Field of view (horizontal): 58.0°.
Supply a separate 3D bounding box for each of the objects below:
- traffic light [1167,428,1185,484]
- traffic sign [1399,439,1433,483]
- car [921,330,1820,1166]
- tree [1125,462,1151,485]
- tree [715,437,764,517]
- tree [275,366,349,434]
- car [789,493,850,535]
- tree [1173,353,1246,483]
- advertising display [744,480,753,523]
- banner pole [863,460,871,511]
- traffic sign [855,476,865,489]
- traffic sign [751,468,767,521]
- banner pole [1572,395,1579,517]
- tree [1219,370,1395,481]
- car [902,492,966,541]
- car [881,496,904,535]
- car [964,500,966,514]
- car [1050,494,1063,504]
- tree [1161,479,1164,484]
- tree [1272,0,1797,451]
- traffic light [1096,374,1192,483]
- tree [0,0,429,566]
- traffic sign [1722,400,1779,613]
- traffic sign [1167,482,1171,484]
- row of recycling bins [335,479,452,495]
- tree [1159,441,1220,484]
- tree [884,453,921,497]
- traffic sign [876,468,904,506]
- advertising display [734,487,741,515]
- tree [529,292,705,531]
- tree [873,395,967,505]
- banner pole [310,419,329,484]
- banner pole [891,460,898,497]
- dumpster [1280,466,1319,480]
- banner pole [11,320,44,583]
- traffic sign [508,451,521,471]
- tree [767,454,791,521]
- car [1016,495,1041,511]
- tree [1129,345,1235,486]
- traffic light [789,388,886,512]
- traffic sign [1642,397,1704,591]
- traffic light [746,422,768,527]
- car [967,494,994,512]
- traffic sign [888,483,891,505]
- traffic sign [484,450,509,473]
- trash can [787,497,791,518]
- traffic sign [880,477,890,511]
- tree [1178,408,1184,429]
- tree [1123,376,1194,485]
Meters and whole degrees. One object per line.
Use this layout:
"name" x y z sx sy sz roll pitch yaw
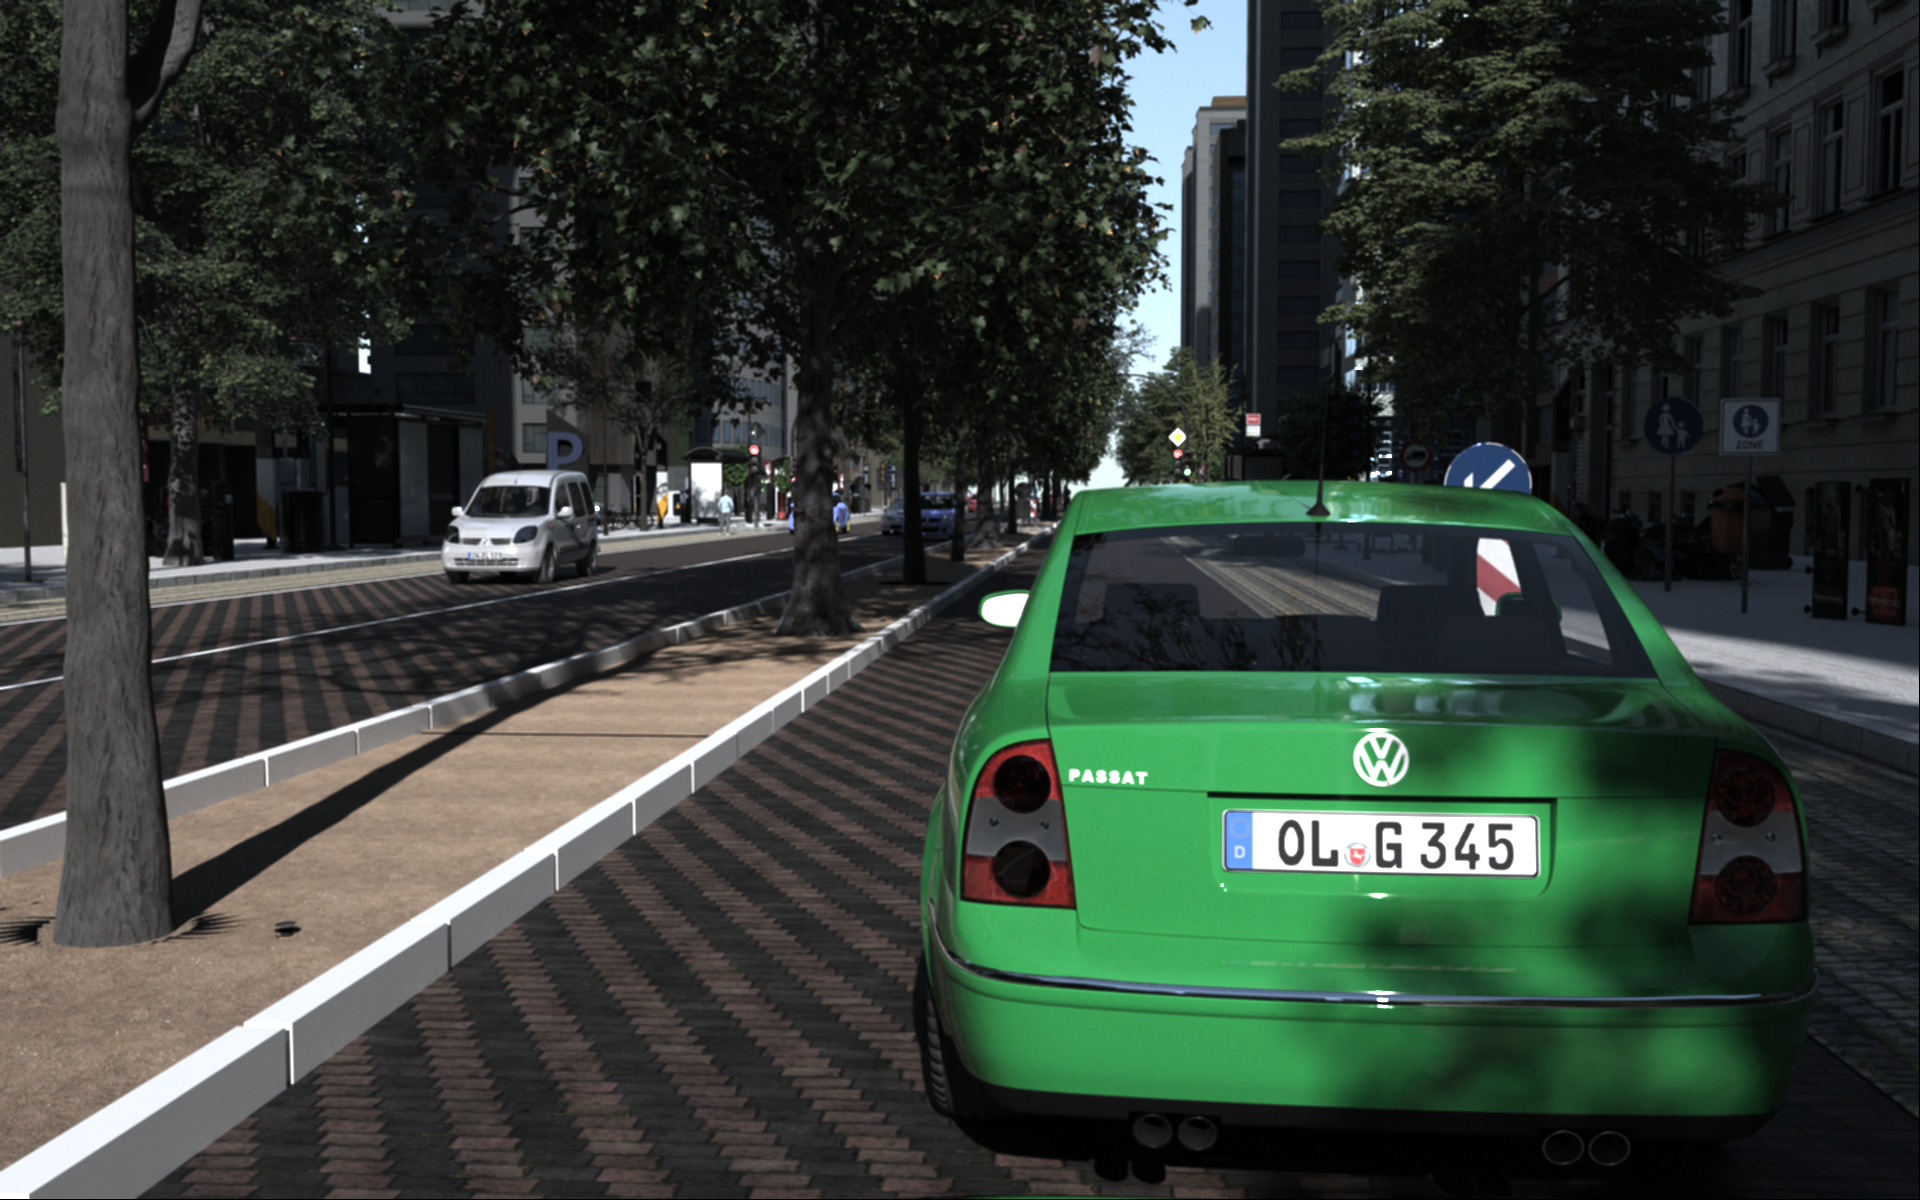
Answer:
"traffic light" 9.209 -5.170 73.454 0.839 4.253 0.868 0 4 5
"traffic sign" 10.589 -2.457 40.273 0.768 2.556 0.104 1 4 14
"car" 0.970 0.216 5.259 1.959 1.807 4.718 0 4 6
"tree" 22.751 -16.093 213.480 4.737 8.622 4.395 0 3 0
"tree" -12.724 -7.074 99.380 4.285 4.588 4.351 0 3 0
"tree" -34.010 -8.551 90.166 4.737 8.622 4.395 0 3 0
"car" -5.009 -3.192 61.781 1.945 1.707 3.694 0 4 6
"tree" 12.997 -8.619 91.279 4.737 8.622 4.395 0 3 0
"advertising display" -9.526 -4.466 78.235 0.123 1.923 0.974 1 4 9
"banner pole" -6.819 -8.454 128.247 0.863 3.779 0.401 3 4 37
"traffic sign" -7.127 -7.527 123.168 0.768 2.556 0.104 1 4 11
"traffic sign" -9.399 -4.948 81.006 0.768 2.556 0.104 1 4 10
"banner pole" 15.486 -3.279 43.623 0.401 3.779 0.863 1 4 19
"tree" 9.886 -3.809 45.999 4.285 4.588 4.351 0 3 0
"car" -0.801 -2.723 54.118 1.945 1.707 3.694 0 4 6
"car" -1.659 -3.021 61.757 2.083 1.381 4.827 0 4 5
"car" -0.639 -6.253 114.033 2.131 1.459 4.920 0 4 3
"car" 11.582 -12.347 210.919 2.155 1.783 4.494 0 4 3
"tree" 19.959 -10.674 169.119 1.663 3.219 1.824 0 3 0
"tree" 8.727 -6.648 26.830 7.486 12.596 7.792 0 3 0
"traffic light" 6.461 -5.557 65.526 4.771 5.953 1.251 0 4 5
"tree" -14.003 -7.599 30.891 9.857 13.997 8.962 0 3 0
"traffic sign" 8.445 -1.006 18.582 0.606 2.300 0.079 0 4 8
"traffic sign" 15.087 -7.532 123.251 0.768 2.556 0.104 1 4 14
"row of recycling bins" -15.671 -2.534 48.537 3.534 1.692 1.069 -2 4 -32
"tree" 14.525 -7.757 110.541 4.285 4.588 4.351 0 3 0
"tree" -4.751 -9.504 139.110 4.285 4.588 4.351 0 3 0
"traffic sign" -5.355 -8.571 134.009 2.265 3.308 0.079 1 4 10
"advertising display" -13.554 -6.131 105.454 0.123 1.923 0.974 1 4 12
"tree" -11.034 -7.628 59.135 8.767 10.594 7.601 1 4 16
"tree" -4.518 -13.951 146.220 7.486 12.596 7.792 0 3 0
"banner pole" -18.541 -3.702 50.538 0.863 3.779 0.401 -3 4 -38
"banner pole" -4.775 -8.398 127.317 0.863 3.779 0.401 3 4 36
"dumpster" 10.499 -3.105 53.265 1.502 2.255 1.985 0 4 4
"banner pole" -13.414 -2.124 24.742 0.401 3.779 0.863 -1 4 -18
"traffic sign" -13.457 -3.179 51.980 0.884 2.594 0.081 1 4 10
"tree" -8.377 -5.468 84.008 1.663 3.219 1.824 0 3 0
"car" 5.773 -8.357 145.672 2.155 1.783 4.494 0 4 3
"tree" 17.147 -13.131 132.816 7.486 12.596 7.792 0 3 0
"traffic light" -5.106 -6.115 74.648 4.771 5.953 1.251 0 4 5
"traffic sign" 9.343 -1.387 22.783 0.768 2.556 0.104 0 4 7
"traffic light" -7.854 -4.765 66.826 0.839 4.253 0.868 0 4 5
"car" 1.623 -7.775 136.154 2.155 1.783 4.494 0 4 4
"traffic sign" -5.164 -7.871 128.798 0.768 2.556 0.104 0 4 5
"traffic sign" -13.543 -3.091 50.637 0.768 2.556 0.104 0 4 8
"trash can" -8.728 -4.822 90.497 0.748 1.137 0.748 0 3 0
"traffic sign" -5.501 -7.750 126.812 0.768 2.556 0.104 1 4 14
"tree" 18.072 -13.417 153.784 7.601 10.594 8.767 -1 4 -11
"tree" 20.934 -16.946 183.727 9.857 13.997 8.962 0 3 0
